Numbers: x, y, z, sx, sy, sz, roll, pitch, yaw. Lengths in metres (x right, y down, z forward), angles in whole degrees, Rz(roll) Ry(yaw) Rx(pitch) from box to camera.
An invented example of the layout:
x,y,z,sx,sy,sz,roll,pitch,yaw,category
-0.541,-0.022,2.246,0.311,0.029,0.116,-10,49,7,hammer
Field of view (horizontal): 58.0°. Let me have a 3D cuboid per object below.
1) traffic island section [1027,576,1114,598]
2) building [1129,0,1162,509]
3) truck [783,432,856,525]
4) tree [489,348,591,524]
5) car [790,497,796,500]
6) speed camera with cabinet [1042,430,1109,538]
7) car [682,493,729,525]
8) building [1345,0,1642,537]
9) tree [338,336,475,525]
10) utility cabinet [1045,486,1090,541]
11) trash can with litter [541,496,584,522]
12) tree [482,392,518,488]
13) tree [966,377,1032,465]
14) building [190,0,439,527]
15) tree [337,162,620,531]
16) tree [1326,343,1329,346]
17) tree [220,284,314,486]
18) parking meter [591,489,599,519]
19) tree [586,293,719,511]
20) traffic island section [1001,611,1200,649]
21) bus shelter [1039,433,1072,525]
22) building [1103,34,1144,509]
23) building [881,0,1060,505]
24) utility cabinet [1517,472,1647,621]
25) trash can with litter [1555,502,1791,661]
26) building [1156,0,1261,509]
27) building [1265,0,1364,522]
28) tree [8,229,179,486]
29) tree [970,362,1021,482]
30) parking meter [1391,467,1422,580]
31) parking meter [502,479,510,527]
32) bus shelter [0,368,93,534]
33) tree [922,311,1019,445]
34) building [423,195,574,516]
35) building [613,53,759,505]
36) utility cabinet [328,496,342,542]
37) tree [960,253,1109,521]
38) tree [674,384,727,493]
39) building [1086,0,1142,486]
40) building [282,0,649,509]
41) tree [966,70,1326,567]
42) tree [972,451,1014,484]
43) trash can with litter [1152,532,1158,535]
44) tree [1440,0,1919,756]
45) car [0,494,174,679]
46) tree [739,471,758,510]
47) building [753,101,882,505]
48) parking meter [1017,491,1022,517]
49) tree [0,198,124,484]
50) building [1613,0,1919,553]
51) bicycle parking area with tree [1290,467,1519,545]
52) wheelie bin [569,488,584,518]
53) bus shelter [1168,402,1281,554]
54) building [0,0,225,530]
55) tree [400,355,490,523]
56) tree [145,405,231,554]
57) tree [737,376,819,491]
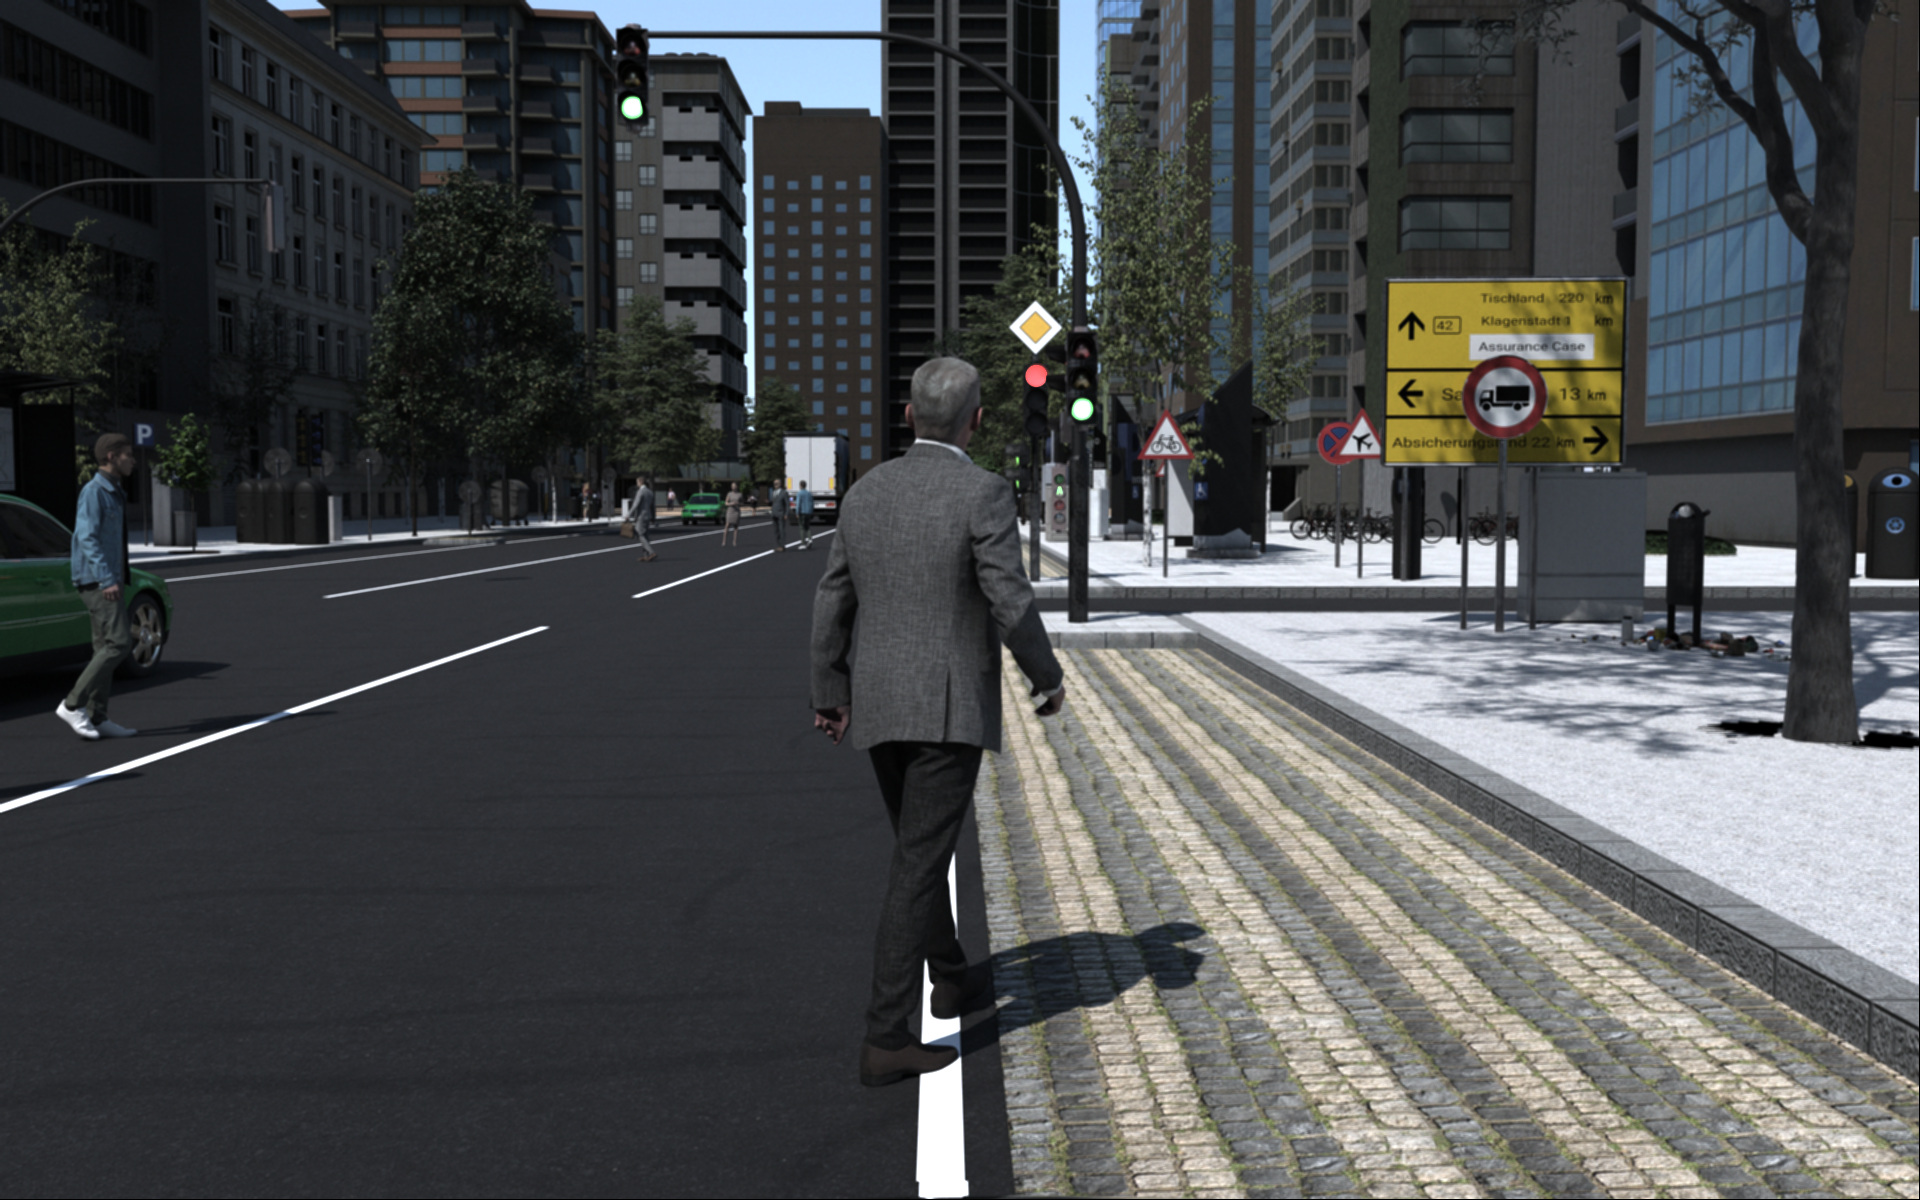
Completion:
x,y,z,sx,sy,sz,roll,pitch,yaw,category
1.117,-0.187,25.344,2.009,0.180,2.903,0,4,-1,traffic island section
25.239,-31.537,135.238,23.786,49.044,30.456,0,4,-1,building
-6.690,-5.767,83.198,2.839,4.237,11.283,0,4,0,truck
-17.622,-7.618,74.912,4.360,8.622,3.978,0,3,0,tree
-11.670,-7.308,129.076,1.945,1.707,3.694,0,4,1,car
3.434,-3.496,51.491,2.038,3.252,0.660,3,4,36,speed camera with cabinet
-11.807,-4.391,80.597,1.959,1.807,4.718,0,3,0,car
20.080,-17.477,57.457,14.160,30.474,14.107,0,4,-1,building
-23.102,-7.405,71.426,4.737,8.622,4.395,0,3,0,tree
2.900,-2.313,46.490,1.173,1.500,0.318,-1,4,-14,utility cabinet
-18.540,-4.281,81.057,2.233,1.210,1.678,-1,4,-21,trash can with litter
-25.138,-8.808,94.374,4.737,8.622,4.395,0,3,0,tree
3.323,-13.468,145.959,9.928,11.665,9.643,0,3,0,tree
-36.602,-15.145,80.899,16.112,22.955,30.059,0,4,-1,building
-16.710,-8.754,60.135,9.611,12.733,9.660,0,3,0,tree
9.786,-6.460,55.976,4.737,8.622,4.395,0,3,0,tree
-24.619,-6.704,59.970,4.360,8.622,3.978,0,3,0,tree
-18.562,-4.871,88.058,0.372,1.533,0.369,0,3,0,parking meter
-17.651,-11.048,98.768,7.486,12.596,7.792,0,3,0,tree
1.196,0.301,17.359,2.009,0.180,2.903,0,4,-1,traffic island section
3.936,-4.751,68.965,1.731,3.624,6.357,0,4,0,bus shelter
19.969,-29.014,157.968,14.154,41.232,14.086,0,4,-1,building
1.325,-46.859,204.393,20.611,71.187,20.563,0,4,-1,building
6.205,-0.528,17.314,1.173,1.500,0.318,0,4,-2,utility cabinet
6.066,-0.200,14.332,1.678,1.210,2.233,0,4,-1,trash can with litter
20.711,-28.312,113.019,14.600,45.320,14.200,0,4,-1,building
29.163,-24.245,88.279,32.217,40.220,23.993,0,4,-1,building
-23.485,-5.948,47.607,4.360,8.622,3.978,0,3,0,tree
2.264,-8.697,92.550,4.360,8.622,3.978,0,3,0,tree
6.702,-1.240,25.992,0.399,1.863,0.255,3,5,43,parking meter
-17.877,-3.820,68.172,0.255,1.863,0.399,-1,4,-9,parking meter
-18.768,-2.542,32.849,1.731,3.624,6.357,0,4,0,bus shelter
3.331,-19.535,175.283,12.611,20.169,13.585,0,3,0,tree
-42.580,-16.483,114.539,27.650,21.520,28.899,0,4,-1,building
-37.887,-37.878,208.538,27.495,52.752,28.713,0,4,-1,building
-17.227,-2.195,47.046,1.020,1.237,0.306,2,4,31,utility cabinet
3.149,-10.043,82.336,7.486,12.596,7.792,0,3,0,tree
-17.346,-10.091,115.344,4.737,8.622,4.395,0,3,0,tree
27.790,-54.523,204.125,31.000,86.520,22.319,0,4,-1,building
-43.782,-30.534,153.858,28.867,44.769,22.147,0,4,-1,building
3.182,-4.875,30.068,4.737,8.622,4.395,0,3,0,tree
2.312,-8.432,121.569,4.285,4.588,4.351,0,3,0,tree
5.464,-2.684,54.947,1.678,1.210,2.233,2,4,28,trash can with litter
4.442,-6.021,8.812,12.009,13.543,11.850,0,3,0,tree
-7.214,-0.202,12.091,1.959,1.807,4.718,0,4,0,car
-17.619,-8.992,141.625,1.663,3.219,1.824,0,3,0,tree
-16.039,-33.690,200.945,14.200,45.320,14.600,0,4,-1,building
3.386,-5.440,97.349,0.372,1.533,0.369,0,3,0,parking meter
-22.764,-5.664,42.969,4.737,8.622,4.395,0,3,0,tree
26.116,-24.012,42.699,14.200,45.320,14.600,0,4,-1,building
13.121,-3.650,46.672,9.016,4.147,8.231,1,4,18,bicycle parking area with tree
-20.229,-5.122,91.657,0.980,1.594,0.693,0,4,-3,wheelie bin
5.799,-2.800,39.706,2.014,3.302,5.546,0,4,-1,bus shelter
-34.531,-14.128,50.056,14.314,24.678,30.058,0,4,-1,building
-24.481,-8.056,82.072,4.360,8.622,3.978,0,3,0,tree
-16.486,-2.620,37.434,1.663,3.219,1.824,0,3,0,tree
-17.747,-15.183,166.364,7.486,12.596,7.792,0,3,0,tree
